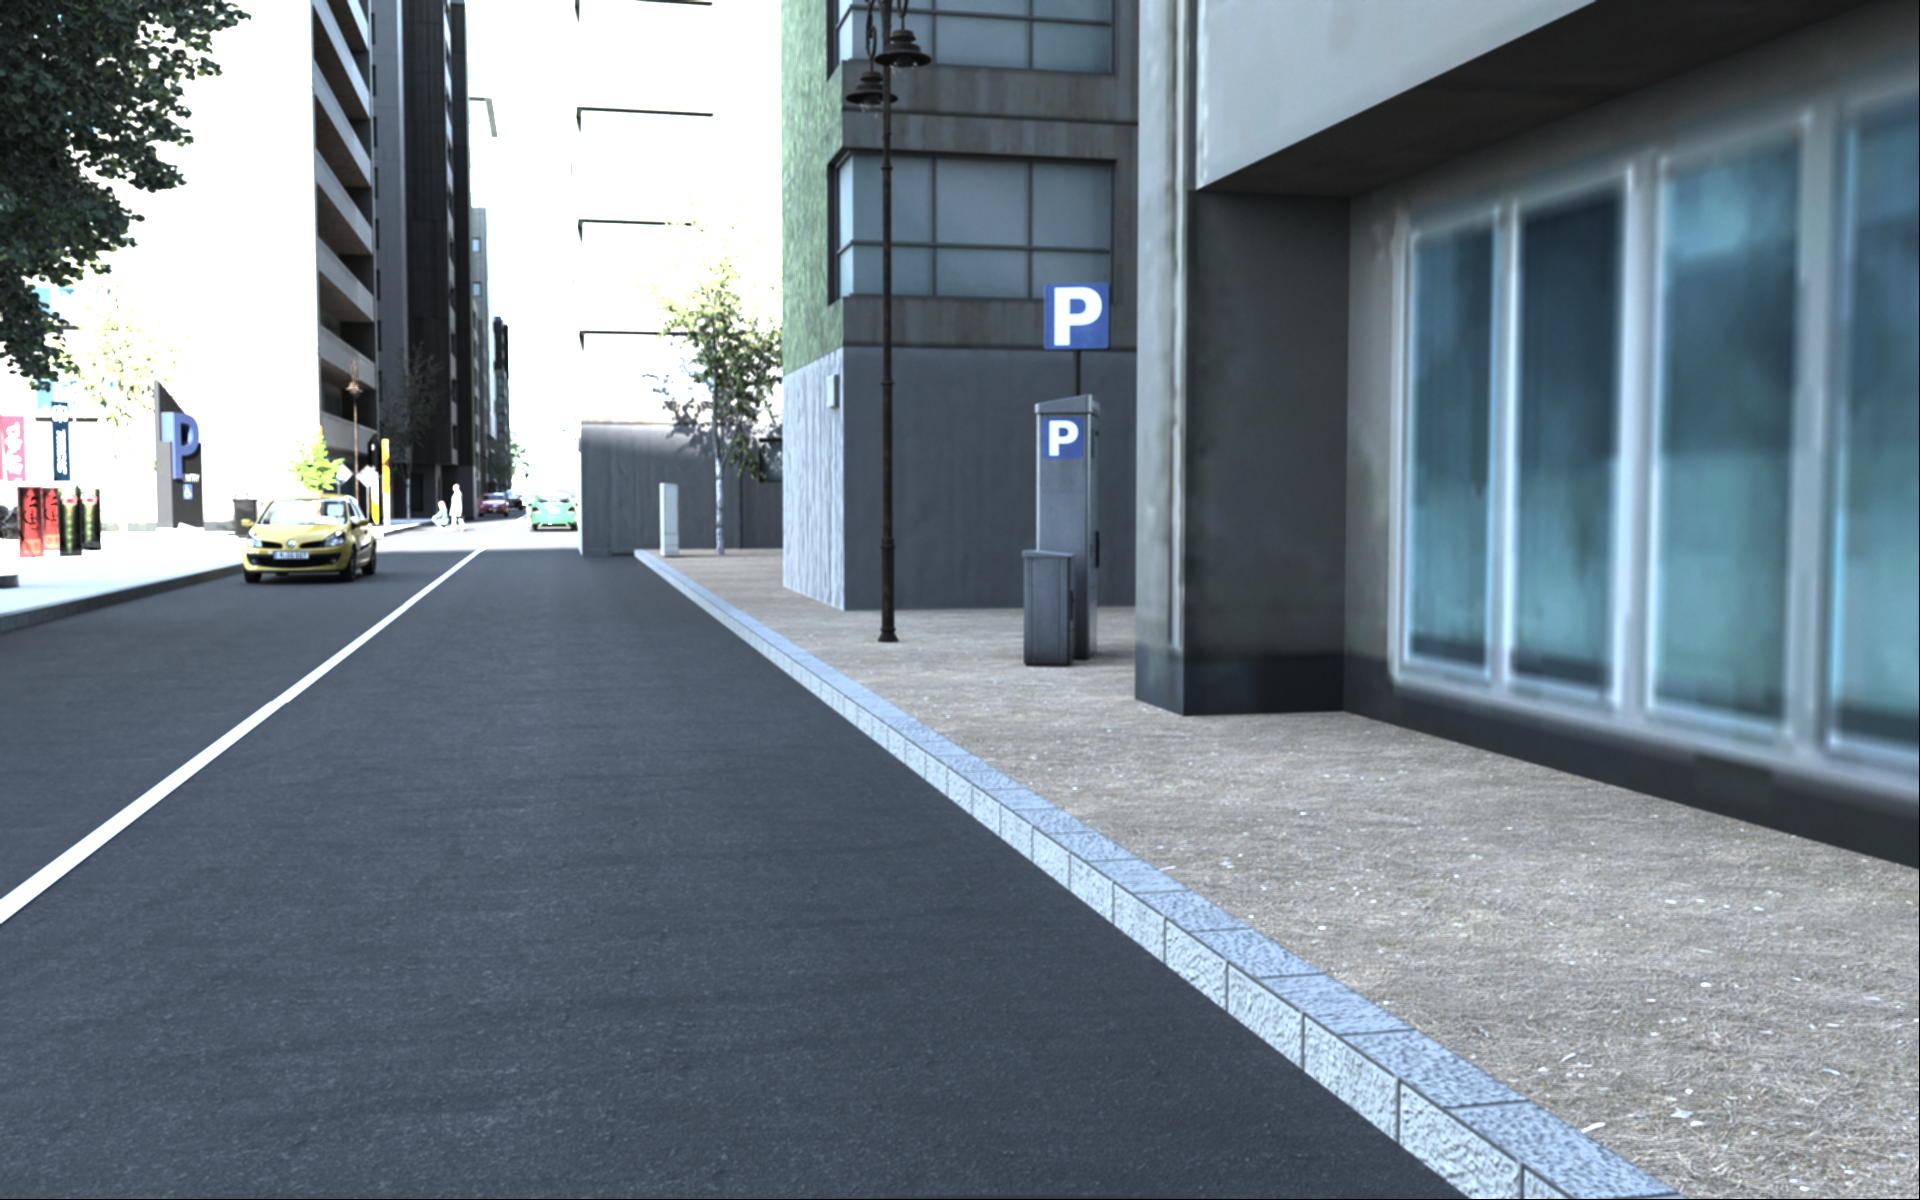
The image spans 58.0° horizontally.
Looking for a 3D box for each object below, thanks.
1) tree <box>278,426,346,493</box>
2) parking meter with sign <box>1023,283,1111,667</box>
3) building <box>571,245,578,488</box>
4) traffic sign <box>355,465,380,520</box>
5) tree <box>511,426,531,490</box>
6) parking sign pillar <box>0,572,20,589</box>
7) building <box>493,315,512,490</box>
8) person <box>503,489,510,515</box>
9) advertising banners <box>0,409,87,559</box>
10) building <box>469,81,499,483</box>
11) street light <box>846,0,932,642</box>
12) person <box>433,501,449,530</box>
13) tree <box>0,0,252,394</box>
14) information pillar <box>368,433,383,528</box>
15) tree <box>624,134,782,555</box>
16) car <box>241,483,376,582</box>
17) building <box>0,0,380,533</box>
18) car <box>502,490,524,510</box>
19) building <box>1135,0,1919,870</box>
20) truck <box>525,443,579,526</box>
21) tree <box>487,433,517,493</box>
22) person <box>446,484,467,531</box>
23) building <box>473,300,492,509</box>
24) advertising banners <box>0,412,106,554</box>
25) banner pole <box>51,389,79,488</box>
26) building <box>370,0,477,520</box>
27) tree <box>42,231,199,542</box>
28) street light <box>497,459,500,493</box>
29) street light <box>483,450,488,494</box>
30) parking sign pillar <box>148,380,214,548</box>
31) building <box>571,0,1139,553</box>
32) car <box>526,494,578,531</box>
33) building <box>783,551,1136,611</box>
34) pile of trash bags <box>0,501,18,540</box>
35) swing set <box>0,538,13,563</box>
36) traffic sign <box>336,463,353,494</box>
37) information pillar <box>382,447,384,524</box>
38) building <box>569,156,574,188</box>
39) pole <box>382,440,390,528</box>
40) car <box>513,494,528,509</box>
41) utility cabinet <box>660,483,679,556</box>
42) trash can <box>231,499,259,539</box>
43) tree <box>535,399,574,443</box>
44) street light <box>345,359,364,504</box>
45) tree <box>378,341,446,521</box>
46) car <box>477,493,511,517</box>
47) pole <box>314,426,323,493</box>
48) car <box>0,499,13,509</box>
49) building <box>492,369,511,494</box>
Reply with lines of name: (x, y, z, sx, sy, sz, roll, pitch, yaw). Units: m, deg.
tree: (-18.322, -3.360, 49.538, 1.663, 3.219, 1.824, 0, 3, 0)
parking meter with sign: (0.823, -1.061, 13.617, 0.543, 3.016, 1.738, 1, 4, 10)
building: (-38.231, -26.385, 203.090, 14.160, 30.474, 14.107, -1, 4, -13)
traffic sign: (-20.263, -3.402, 59.270, 0.795, 2.450, 0.064, -1, 4, -13)
tree: (-74.415, -22.582, 287.343, 7.486, 12.596, 7.792, 0, 3, 0)
parking sign pillar: (-13.690, -2.148, 23.584, 1.447, 3.967, 1.447, -2, 4, -32)
building: (-78.452, -30.699, 273.635, 14.160, 30.474, 14.107, -1, 4, -13)
person: (-29.945, -6.458, 114.434, 0.444, 1.785, 0.601, 0, 4, 6)
advertising banners: (-18.617, -2.356, 34.705, 0.090, 3.025, 2.074, 3, 5, 40)
building: (-74.176, -38.763, 223.007, 28.713, 52.752, 27.495, -1, 4, -13)
street light: (-0.626, -2.575, 14.895, 0.468, 5.910, 1.993, -1, 4, -13)
person: (-20.795, -3.370, 69.093, 0.738, 1.151, 1.012, 0, 4, -2)
tree: (-11.018, -6.704, 16.271, 9.857, 13.997, 8.962, 0, 3, 0)
information pillar: (-22.435, -4.579, 66.218, 0.504, 3.616, 0.183, 3, 4, 39)
tree: (-4.829, -5.259, 36.351, 4.737, 8.622, 4.395, 0, 3, 0)
car: (-11.020, -1.175, 29.431, 2.015, 1.641, 3.980, -1, 4, -11)
building: (-34.516, -27.008, 65.278, 21.300, 48.544, 21.600, -1, 4, -13)
car: (-40.442, -9.013, 156.032, 2.281, 1.827, 5.304, -1, 4, -13)
building: (13.857, -23.111, 1.569, 21.300, 48.544, 21.600, -1, 4, -13)
truck: (-19.925, -5.822, 84.955, 2.967, 4.110, 18.799, -1, 4, -13)
tree: (-55.290, -15.740, 207.717, 4.360, 8.622, 3.978, 0, 3, 0)
person: (-19.478, -3.571, 66.981, 0.767, 1.812, 0.694, -1, 4, -10)
building: (-59.453, -19.471, 163.390, 27.650, 21.520, 28.899, -1, 4, -13)
advertising banners: (-20.358, -2.610, 38.857, 2.074, 3.025, 0.090, -2, 4, -29)
banner pole: (-21.256, -3.135, 41.267, 0.401, 3.779, 0.863, 2, 4, 25)
building: (-33.620, -19.623, 92.542, 14.160, 30.474, 14.107, -1, 4, -13)
tree: (-22.208, -5.834, 45.751, 4.737, 8.622, 4.395, 0, 3, 0)
street light: (-57.271, -14.828, 215.219, 0.468, 5.910, 1.993, -1, 4, -13)
street light: (-47.156, -12.192, 172.124, 0.468, 5.910, 1.993, -1, 4, -13)
parking sign pillar: (-18.801, -3.255, 41.696, 1.447, 3.967, 1.447, 0, 4, 8)
building: (-3.436, -22.220, 46.884, 14.154, 41.232, 14.086, -1, 4, -13)
car: (-15.997, -3.452, 68.233, 2.131, 1.459, 4.920, -1, 4, -13)
building: (4.002, -20.941, 25.982, 14.154, 41.232, 14.086, -1, 4, -13)
pile of trash bags: (-27.578, -2.315, 47.609, 3.447, 1.369, 1.912, -3, 5, -42)
swing set: (-19.021, -2.036, 30.911, 2.862, 2.851, 3.119, 0, 4, -6)
traffic sign: (-18.440, -2.927, 51.495, 0.795, 2.450, 0.064, -1, 4, -13)
information pillar: (-24.520, -5.014, 73.333, 0.183, 3.616, 0.504, -3, 4, -36)
building: (-44.791, -41.353, 265.356, 28.713, 52.752, 27.495, -1, 4, -13)
pole: (-21.468, -4.340, 64.795, 0.158, 3.312, 0.155, 0, 3, 0)
car: (-42.693, -9.803, 169.075, 1.959, 1.807, 4.718, -1, 4, -15)
utility cabinet: (-5.967, -1.647, 35.610, 0.318, 1.500, 1.173, -1, 4, -13)
trash can: (-20.452, -2.319, 49.565, 0.748, 1.137, 0.748, 0, 3, 0)
tree: (-48.175, -18.778, 217.393, 12.009, 13.543, 11.850, 0, 3, 0)
street light: (-20.735, -5.302, 59.470, 0.468, 5.910, 1.993, -1, 4, -13)
tree: (-26.760, -8.125, 83.211, 4.360, 8.622, 3.978, 0, 3, 0)
car: (-29.844, -6.223, 110.781, 2.155, 1.783, 4.494, -1, 4, -14)
pole: (-19.194, -3.549, 51.866, 0.158, 3.312, 0.155, 0, 3, 0)
car: (-29.975, -2.623, 53.111, 3.980, 1.641, 2.015, -1, 4, -11)
building: (-79.912, -24.862, 251.525, 27.650, 21.520, 28.899, -1, 4, -13)
